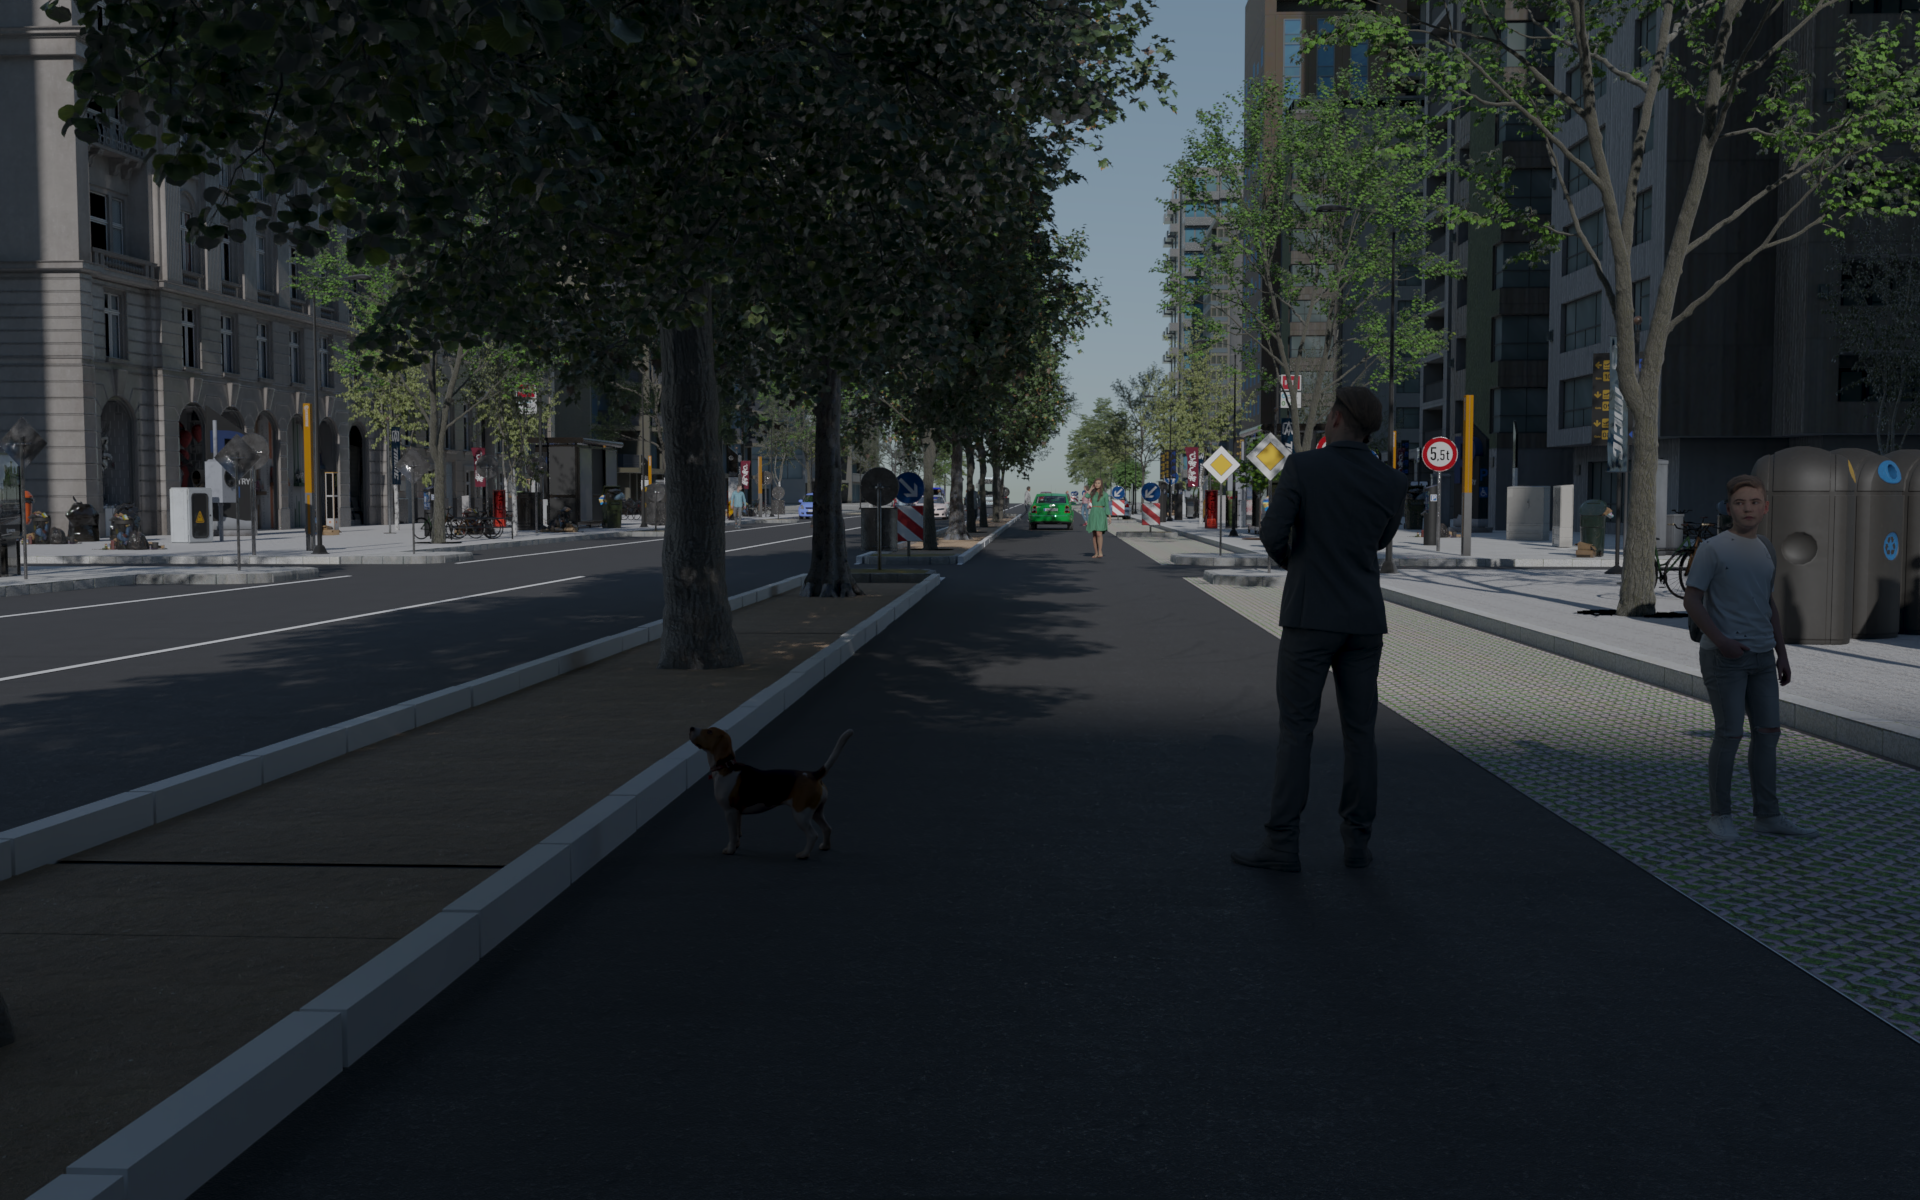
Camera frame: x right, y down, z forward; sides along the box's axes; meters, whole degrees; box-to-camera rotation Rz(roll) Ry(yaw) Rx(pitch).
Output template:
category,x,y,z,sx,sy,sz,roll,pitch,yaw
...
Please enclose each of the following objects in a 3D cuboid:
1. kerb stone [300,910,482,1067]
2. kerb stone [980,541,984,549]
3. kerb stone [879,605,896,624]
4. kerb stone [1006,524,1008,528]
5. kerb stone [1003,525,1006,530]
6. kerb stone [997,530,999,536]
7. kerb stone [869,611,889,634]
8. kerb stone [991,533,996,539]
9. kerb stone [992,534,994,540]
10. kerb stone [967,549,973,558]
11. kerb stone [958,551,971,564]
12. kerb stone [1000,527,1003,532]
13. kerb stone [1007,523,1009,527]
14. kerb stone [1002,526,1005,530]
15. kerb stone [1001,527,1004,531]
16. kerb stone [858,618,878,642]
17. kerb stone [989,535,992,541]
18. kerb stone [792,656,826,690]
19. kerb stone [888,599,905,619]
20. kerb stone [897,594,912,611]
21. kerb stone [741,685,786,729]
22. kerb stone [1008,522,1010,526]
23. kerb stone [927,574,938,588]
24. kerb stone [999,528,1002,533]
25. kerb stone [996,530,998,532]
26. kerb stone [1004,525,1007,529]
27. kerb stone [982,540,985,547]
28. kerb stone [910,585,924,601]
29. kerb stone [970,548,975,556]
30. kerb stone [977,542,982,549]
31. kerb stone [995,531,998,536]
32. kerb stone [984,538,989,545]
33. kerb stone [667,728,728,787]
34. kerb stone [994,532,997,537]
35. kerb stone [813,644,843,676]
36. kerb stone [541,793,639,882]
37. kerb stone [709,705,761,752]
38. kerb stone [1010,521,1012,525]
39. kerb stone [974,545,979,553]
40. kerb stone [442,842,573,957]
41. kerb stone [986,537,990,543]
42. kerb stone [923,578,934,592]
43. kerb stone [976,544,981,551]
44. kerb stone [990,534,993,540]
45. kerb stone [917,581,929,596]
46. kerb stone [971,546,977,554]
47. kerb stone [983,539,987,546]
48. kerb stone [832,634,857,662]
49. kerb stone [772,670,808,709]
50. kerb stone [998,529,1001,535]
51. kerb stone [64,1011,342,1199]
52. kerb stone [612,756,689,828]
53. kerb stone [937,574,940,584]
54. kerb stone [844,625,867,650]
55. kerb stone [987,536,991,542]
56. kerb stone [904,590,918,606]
category,x,y,z,sx,sy,sz,roll,pitch,yaw
kerb stone,-1.564,1.065,4.825,0.120,0.150,1.000,0,4,3
kerb stone,0.469,-1.352,44.303,0.120,0.150,1.000,0,4,3
kerb stone,-0.835,0.187,19.155,0.120,0.150,1.000,0,4,3
kerb stone,1.728,-2.855,68.877,0.120,0.150,1.000,0,4,3
kerb stone,1.576,-2.665,65.811,0.120,0.150,1.000,0,4,3
kerb stone,1.152,-2.158,57.602,0.120,0.150,1.000,0,4,3
kerb stone,-0.877,0.248,18.133,0.120,0.150,1.000,0,4,3
kerb stone,0.944,-1.915,53.513,0.120,0.150,1.000,0,4,3
kerb stone,0.890,-1.849,52.493,0.120,0.150,1.000,0,4,3
kerb stone,0.156,-0.975,38.140,0.120,0.150,1.000,0,4,3
kerb stone,0.098,-0.910,37.115,0.120,0.150,1.000,0,4,3
kerb stone,1.363,-2.417,61.713,0.120,0.150,1.000,0,4,3
kerb stone,1.836,-2.980,70.918,0.120,0.150,1.000,0,4,3
kerb stone,1.475,-2.540,63.770,0.120,0.150,1.000,0,4,3
kerb stone,1.420,-2.473,62.734,0.120,0.150,1.000,0,4,3
kerb stone,-0.940,0.311,17.113,0.120,0.150,1.000,0,4,3
kerb stone,0.778,-1.728,50.451,0.120,0.150,1.000,0,4,3
kerb stone,-1.148,0.561,13.020,0.120,0.150,1.000,0,4,3
kerb stone,-0.773,0.123,20.181,0.120,0.150,1.000,0,4,3
kerb stone,-0.722,0.061,21.202,0.120,0.150,1.000,0,4,3
kerb stone,-1.251,0.687,10.961,0.120,0.150,1.000,0,4,3
kerb stone,1.943,-3.100,72.959,0.120,0.150,1.000,0,4,3
kerb stone,-0.462,-0.252,26.321,0.120,0.150,1.000,0,4,3
kerb stone,1.315,-2.354,60.680,0.120,0.150,1.000,0,4,3
kerb stone,1.096,-2.103,56.577,0.120,0.150,1.000,0,4,3
kerb stone,1.632,-2.730,66.831,0.120,0.150,1.000,0,4,3
kerb stone,0.521,-1.415,45.330,0.120,0.150,1.000,0,4,3
kerb stone,-0.613,-0.065,23.252,0.120,0.150,1.000,0,4,3
kerb stone,0.210,-1.034,39.173,0.120,0.150,1.000,0,4,3
kerb stone,0.419,-1.290,43.283,0.120,0.150,1.000,0,4,3
kerb stone,1.049,-2.037,55.556,0.120,0.150,1.000,0,4,3
kerb stone,0.635,-1.536,47.378,0.120,0.150,1.000,0,4,3
kerb stone,-1.358,0.815,8.913,0.120,0.150,1.000,0,4,3
kerb stone,0.997,-1.978,54.535,0.120,0.150,1.000,0,4,3
kerb stone,-1.090,0.498,14.049,0.120,0.150,1.000,0,4,3
kerb stone,-1.462,0.938,6.867,0.120,0.150,1.000,0,4,3
kerb stone,-1.299,0.750,9.934,0.120,0.150,1.000,0,4,3
kerb stone,2.099,-3.292,76.027,0.120,0.150,1.000,0,4,3
kerb stone,0.310,-1.164,41.224,0.120,0.150,1.000,0,4,3
kerb stone,-1.513,1.000,5.846,0.120,0.150,1.000,0,4,3
kerb stone,0.682,-1.599,48.409,0.120,0.150,1.000,0,4,3
kerb stone,-0.513,-0.182,25.301,0.120,0.150,1.000,0,4,3
kerb stone,0.365,-1.223,42.259,0.120,0.150,1.000,0,4,3
kerb stone,0.836,-1.791,51.472,0.120,0.150,1.000,0,4,3
kerb stone,-0.570,-0.127,24.274,0.120,0.150,1.000,0,4,3
kerb stone,0.256,-1.101,40.202,0.120,0.150,1.000,0,4,3
kerb stone,0.568,-1.478,46.358,0.120,0.150,1.000,0,4,3
kerb stone,-1.034,0.438,15.070,0.120,0.150,1.000,0,4,3
kerb stone,-1.196,0.628,11.989,0.120,0.150,1.000,0,4,3
kerb stone,1.214,-2.225,58.635,0.120,0.150,1.000,0,4,3
kerb stone,-1.620,1.127,3.804,0.120,0.150,1.000,0,4,3
kerb stone,-1.413,0.875,7.892,0.120,0.150,1.000,0,4,3
kerb stone,-0.406,-0.315,27.342,0.120,0.150,1.000,0,4,3
kerb stone,-0.997,0.373,16.092,0.120,0.150,1.000,0,4,3
kerb stone,0.733,-1.666,49.429,0.120,0.150,1.000,0,4,3
kerb stone,-0.667,0.001,22.223,0.120,0.150,1.000,0,4,3
